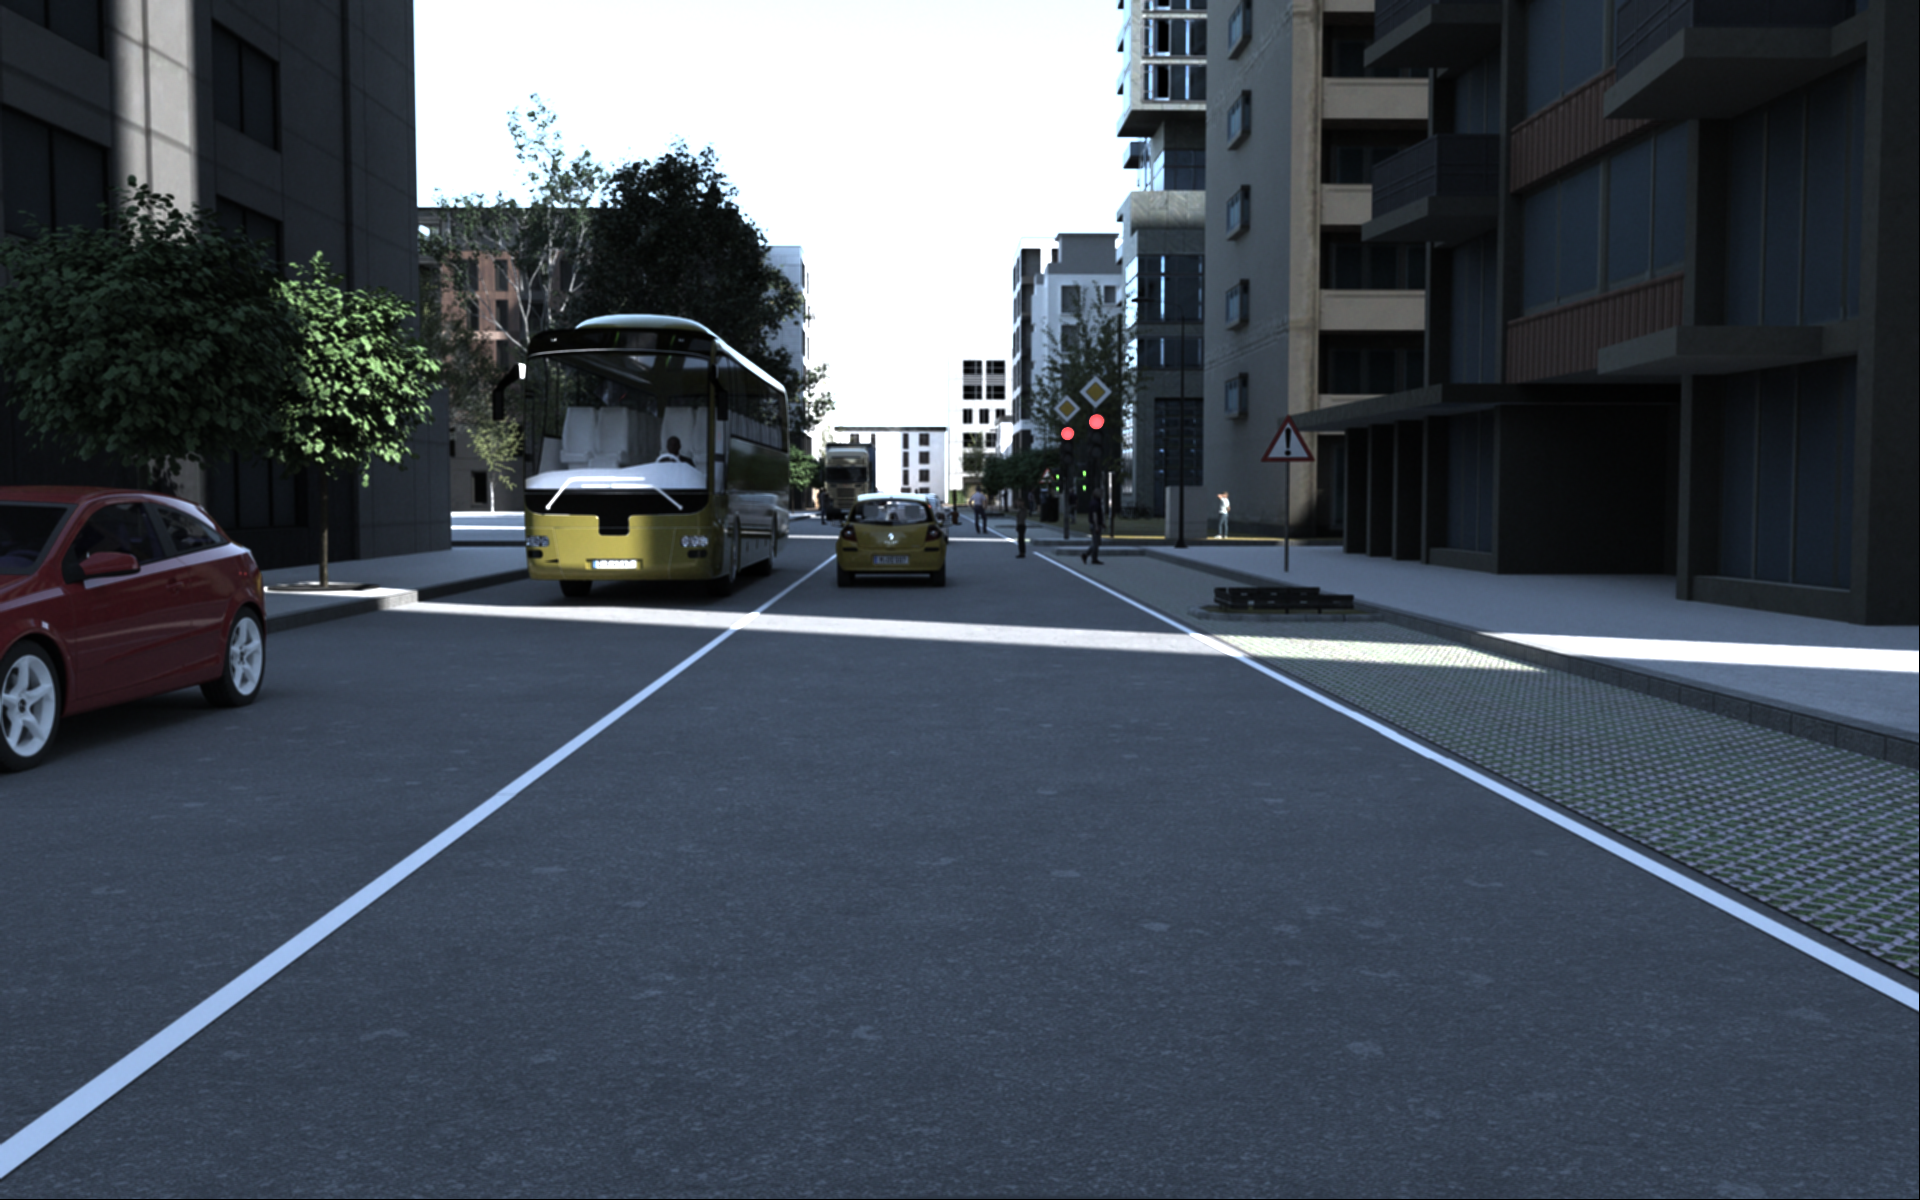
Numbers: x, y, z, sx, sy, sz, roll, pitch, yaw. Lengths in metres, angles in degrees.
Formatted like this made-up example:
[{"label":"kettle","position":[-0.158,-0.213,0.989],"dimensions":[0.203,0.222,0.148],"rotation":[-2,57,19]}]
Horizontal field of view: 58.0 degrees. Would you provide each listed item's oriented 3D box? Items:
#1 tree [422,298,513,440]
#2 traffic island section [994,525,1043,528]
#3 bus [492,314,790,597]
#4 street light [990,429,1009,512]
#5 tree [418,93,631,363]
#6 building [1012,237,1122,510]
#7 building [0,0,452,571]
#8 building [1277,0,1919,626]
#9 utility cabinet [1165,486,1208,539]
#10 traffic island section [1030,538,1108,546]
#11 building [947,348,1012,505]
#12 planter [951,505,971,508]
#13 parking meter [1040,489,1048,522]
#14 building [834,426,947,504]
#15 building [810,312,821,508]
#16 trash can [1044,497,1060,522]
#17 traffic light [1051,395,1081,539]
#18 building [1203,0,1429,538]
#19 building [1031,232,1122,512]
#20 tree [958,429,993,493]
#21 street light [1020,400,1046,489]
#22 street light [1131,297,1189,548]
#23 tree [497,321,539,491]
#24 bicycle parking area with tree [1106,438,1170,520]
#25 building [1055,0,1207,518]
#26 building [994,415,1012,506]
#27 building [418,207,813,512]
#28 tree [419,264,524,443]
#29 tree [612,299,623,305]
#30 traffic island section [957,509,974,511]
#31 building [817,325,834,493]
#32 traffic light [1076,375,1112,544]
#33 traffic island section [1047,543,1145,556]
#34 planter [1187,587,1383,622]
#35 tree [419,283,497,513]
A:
[{"label":"tree","position":[-32.461,-11.980,106.246],"dimensions":[12.009,13.543,11.850],"rotation":[0,3,0]},{"label":"traffic island section","position":[2.469,-3.115,73.791],"dimensions":[1.991,0.108,1.994],"rotation":[0,4,-1]},{"label":"bus","position":[-4.441,-2.196,27.459],"dimensions":[2.896,3.916,12.252],"rotation":[0,4,-1]},{"label":"street light","position":[2.817,-9.275,124.180],"dimensions":[1.470,5.913,1.316],"rotation":[0,4,-1]},{"label":"tree","position":[-21.104,-13.991,84.643],"dimensions":[12.611,20.169,13.585],"rotation":[0,3,0]},{"label":"building","position":[18.431,-18.989,154.447],"dimensions":[27.936,21.610,32.646],"rotation":[0,4,-1]},{"label":"building","position":[-21.848,-36.042,27.537],"dimensions":[20.611,71.187,20.563],"rotation":[0,4,-1]},{"label":"building","position":[18.240,-22.593,24.018],"dimensions":[22.147,44.769,28.867],"rotation":[0,4,-1]},{"label":"utility cabinet","position":[6.355,-2.446,48.671],"dimensions":[1.173,1.500,0.318],"rotation":[-1,4,-20]},{"label":"traffic island section","position":[3.040,-1.642,49.133],"dimensions":[2.009,0.180,2.903],"rotation":[0,4,-1]},{"label":"building","position":[14.241,-21.517,218.262],"dimensions":[31.486,18.905,16.747],"rotation":[0,4,-1]},{"label":"planter","position":[0.084,-9.585,177.857],"dimensions":[1.991,0.319,1.994],"rotation":[0,4,-1]},{"label":"parking meter","position":[3.913,-4.405,80.441],"dimensions":[0.372,1.533,0.369],"rotation":[0,3,0]},{"label":"building","position":[-15.668,-16.645,214.291],"dimensions":[28.070,9.664,9.099],"rotation":[0,4,-1]},{"label":"building","position":[-21.040,-18.728,162.614],"dimensions":[16.016,20.091,11.380],"rotation":[0,4,-1]},{"label":"trash can","position":[4.204,-4.118,78.985],"dimensions":[0.748,1.137,0.748],"rotation":[0,3,0]},{"label":"traffic light","position":[3.000,-3.676,49.018],"dimensions":[0.839,4.253,0.868],"rotation":[0,4,-1]},{"label":"building","position":[19.719,-26.658,59.559],"dimensions":[21.600,48.544,21.300],"rotation":[0,4,-1]},{"label":"building","position":[13.522,-16.806,131.193],"dimensions":[16.016,20.091,11.380],"rotation":[0,4,-1]},{"label":"tree","position":[1.816,-14.985,195.372],"dimensions":[4.737,8.622,4.395],"rotation":[0,3,0]},{"label":"street light","position":[3.653,-6.906,85.457],"dimensions":[1.470,5.913,1.316],"rotation":[0,4,-1]},{"label":"street light","position":[4.726,-4.191,41.057],"dimensions":[1.470,5.913,1.316],"rotation":[0,4,-1]},{"label":"tree","position":[-17.731,-7.593,74.511],"dimensions":[4.737,8.622,4.395],"rotation":[0,3,0]},{"label":"bicycle parking area with tree","position":[12.344,-6.153,87.608],"dimensions":[9.016,4.147,8.231],"rotation":[-2,4,-24]},{"label":"building","position":[18.358,-48.598,107.244],"dimensions":[22.319,86.520,31.000],"rotation":[0,4,-1]},{"label":"building","position":[8.814,-14.854,185.015],"dimensions":[9.099,9.664,28.070],"rotation":[0,4,-1]},{"label":"building","position":[-26.918,-18.103,139.961],"dimensions":[27.936,21.610,32.646],"rotation":[0,4,-1]},{"label":"tree","position":[-20.542,-8.092,66.714],"dimensions":[7.601,10.594,8.767],"rotation":[3,4,36]},{"label":"tree","position":[-20.324,-11.124,99.996],"dimensions":[7.486,12.596,7.792],"rotation":[0,3,0]},{"label":"traffic island section","position":[0.708,-7.833,150.927],"dimensions":[1.991,0.108,1.994],"rotation":[0,4,-1]},{"label":"building","position":[-29.990,-19.773,189.751],"dimensions":[31.486,18.905,16.747],"rotation":[0,4,-1]},{"label":"traffic light","position":[3.183,-3.187,41.035],"dimensions":[0.839,4.253,0.868],"rotation":[0,4,-1]},{"label":"traffic island section","position":[3.223,-1.154,41.150],"dimensions":[2.009,0.180,2.903],"rotation":[0,4,-1]},{"label":"planter","position":[3.706,0.055,20.243],"dimensions":[1.991,0.319,1.994],"rotation":[0,4,-1]},{"label":"tree","position":[-18.447,-6.506,56.737],"dimensions":[4.737,8.622,4.395],"rotation":[0,3,0]}]
